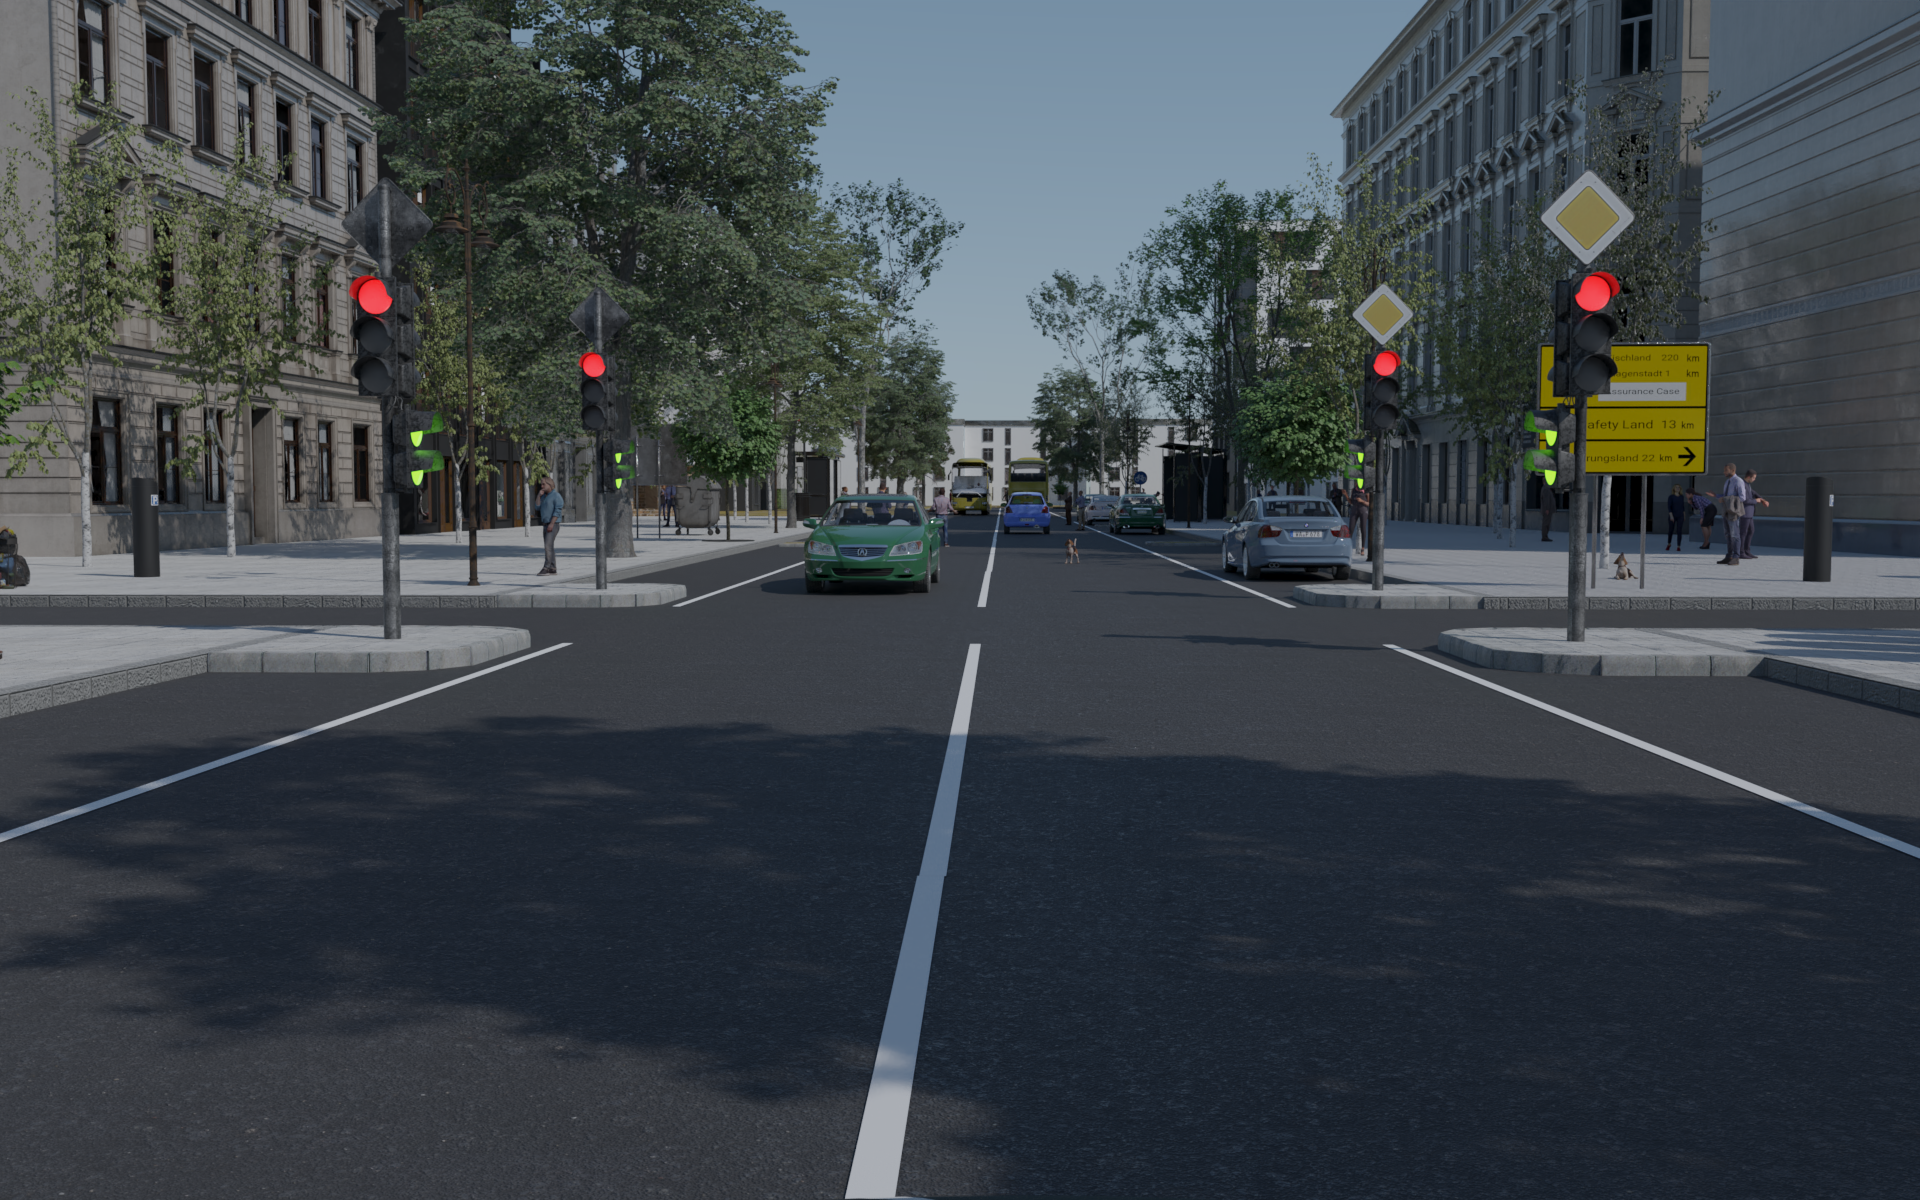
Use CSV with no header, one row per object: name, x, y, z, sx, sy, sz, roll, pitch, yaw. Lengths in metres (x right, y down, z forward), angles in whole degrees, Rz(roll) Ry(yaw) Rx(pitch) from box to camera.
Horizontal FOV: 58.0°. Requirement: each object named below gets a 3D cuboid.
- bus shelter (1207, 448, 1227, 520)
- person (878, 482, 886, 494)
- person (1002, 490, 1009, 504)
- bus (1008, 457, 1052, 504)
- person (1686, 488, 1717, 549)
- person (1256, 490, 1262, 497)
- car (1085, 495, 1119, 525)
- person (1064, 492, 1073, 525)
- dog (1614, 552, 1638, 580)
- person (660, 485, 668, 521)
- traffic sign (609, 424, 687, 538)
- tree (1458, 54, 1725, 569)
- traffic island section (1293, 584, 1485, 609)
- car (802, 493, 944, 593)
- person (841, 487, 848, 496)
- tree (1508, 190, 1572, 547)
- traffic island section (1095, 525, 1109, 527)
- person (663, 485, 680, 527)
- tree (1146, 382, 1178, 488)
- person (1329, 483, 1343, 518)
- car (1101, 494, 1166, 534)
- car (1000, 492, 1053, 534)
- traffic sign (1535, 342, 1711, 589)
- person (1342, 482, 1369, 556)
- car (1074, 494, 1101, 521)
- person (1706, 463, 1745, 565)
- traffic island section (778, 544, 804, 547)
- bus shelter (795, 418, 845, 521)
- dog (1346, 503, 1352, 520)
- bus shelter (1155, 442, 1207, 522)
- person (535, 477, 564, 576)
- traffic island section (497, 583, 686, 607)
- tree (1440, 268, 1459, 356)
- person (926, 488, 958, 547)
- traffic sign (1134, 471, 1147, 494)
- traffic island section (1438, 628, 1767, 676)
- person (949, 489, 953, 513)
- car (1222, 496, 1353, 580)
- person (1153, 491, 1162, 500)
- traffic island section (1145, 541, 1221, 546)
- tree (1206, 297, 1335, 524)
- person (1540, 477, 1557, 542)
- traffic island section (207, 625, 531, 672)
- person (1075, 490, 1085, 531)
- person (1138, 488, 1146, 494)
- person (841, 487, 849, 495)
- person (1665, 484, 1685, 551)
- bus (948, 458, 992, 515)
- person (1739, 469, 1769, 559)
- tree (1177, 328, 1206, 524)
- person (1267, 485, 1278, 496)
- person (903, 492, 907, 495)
bus shelter,12.297,-5.873,87.310,1.731,3.624,6.357,0,4,1
person,-1.868,-1.969,41.614,0.541,1.710,0.530,3,5,42
person,4.183,-8.639,149.884,1.348,1.807,0.705,2,4,35
bus,4.644,-7.565,115.236,2.896,3.916,12.252,0,4,3
person,17.230,-1.896,40.273,0.697,1.427,0.421,1,4,16
person,14.685,-4.683,85.308,0.600,1.496,0.574,2,4,28
car,6.786,-4.185,80.780,2.083,1.381,4.827,0,4,2
person,5.017,-4.247,80.214,0.388,1.546,0.482,0,4,0
dog,10.096,-0.515,26.149,0.748,0.427,0.550,-1,4,-21
person,-14.264,-4.685,83.461,0.431,1.722,0.655,2,4,32
traffic sign,-9.006,-3.432,49.991,2.265,3.308,0.079,0,4,3
tree,11.095,-4.859,29.805,4.360,8.622,3.978,0,3,0
traffic island section,5.587,-0.049,23.079,2.009,0.180,2.903,0,4,1
car,-1.284,-0.909,26.659,2.131,1.459,4.920,0,4,2
person,-4.397,-3.522,66.911,0.431,1.722,0.655,0,4,5
tree,13.107,-5.581,41.614,4.737,8.622,4.395,0,3,0
traffic island section,6.882,-3.219,75.501,1.991,0.108,1.994,0,4,1
person,-11.202,-3.749,67.205,0.709,1.838,0.599,0,3,0
tree,10.476,-7.577,74.249,4.360,8.622,3.978,0,3,0
person,16.064,-4.112,73.954,0.565,1.739,0.600,0,4,6
car,6.418,-3.122,62.846,2.131,1.459,4.920,0,4,1
car,2.442,-3.293,63.427,1.945,1.707,3.694,0,4,2
traffic sign,8.909,-1.803,23.357,2.265,3.308,0.079,0,4,4
person,8.242,-1.745,36.043,0.593,1.643,0.415,-1,4,-9
car,7.153,-4.888,91.718,2.131,1.459,4.920,0,4,1
person,13.802,-1.551,31.270,0.599,1.838,0.709,0,4,-3
traffic island section,-3.920,-1.536,47.978,1.991,0.108,1.994,0,4,1
bus shelter,-7.193,-6.635,86.119,2.179,5.291,8.768,0,4,2
dog,19.490,-4.364,85.725,0.513,0.831,0.800,-1,4,-13
bus shelter,10.270,-5.514,81.435,1.731,3.624,6.357,0,4,2
person,-6.456,-1.161,27.234,0.429,1.552,0.499,-1,4,-16
traffic island section,-4.851,-0.065,23.343,2.009,0.180,2.903,0,4,1
tree,15.655,-6.048,49.247,4.360,8.622,3.978,0,3,0
person,-0.497,-2.239,47.069,0.963,1.587,0.435,-1,4,-13
traffic sign,9.958,-5.840,95.594,0.768,2.556,0.104,1,4,11
traffic island section,5.389,0.439,15.097,2.009,0.180,2.903,0,4,1
person,-0.642,-7.676,133.968,0.705,1.831,1.348,-1,4,-14
car,5.656,-1.112,30.185,2.014,1.417,4.499,0,4,1
person,9.821,-4.816,87.968,0.799,1.438,0.628,0,4,-3
traffic island section,6.211,-1.572,48.566,1.991,0.108,1.994,0,4,1
tree,12.030,-6.918,63.480,4.360,8.622,3.978,0,3,0
person,15.925,-2.463,46.862,0.434,1.755,0.990,2,4,24
traffic island section,-5.049,0.423,15.360,2.009,0.180,2.903,0,4,1
person,4.724,-3.509,67.942,0.319,1.574,0.516,3,5,41
person,13.379,-7.353,127.064,0.445,1.727,0.742,3,5,42
person,-8.596,-7.430,127.529,1.348,1.824,0.705,-1,4,-22
person,16.130,-1.867,39.109,0.480,1.512,0.613,-1,4,-17
bus,0.861,-7.909,120.861,2.896,3.916,12.252,0,4,2
person,15.625,-1.691,34.144,0.568,1.767,0.683,2,4,28
tree,11.506,-7.261,69.087,4.360,8.622,3.978,0,3,0
person,16.736,-5.275,92.814,0.617,1.759,0.750,1,4,12
person,-2.978,-5.214,95.962,0.471,1.553,0.569,3,5,41
